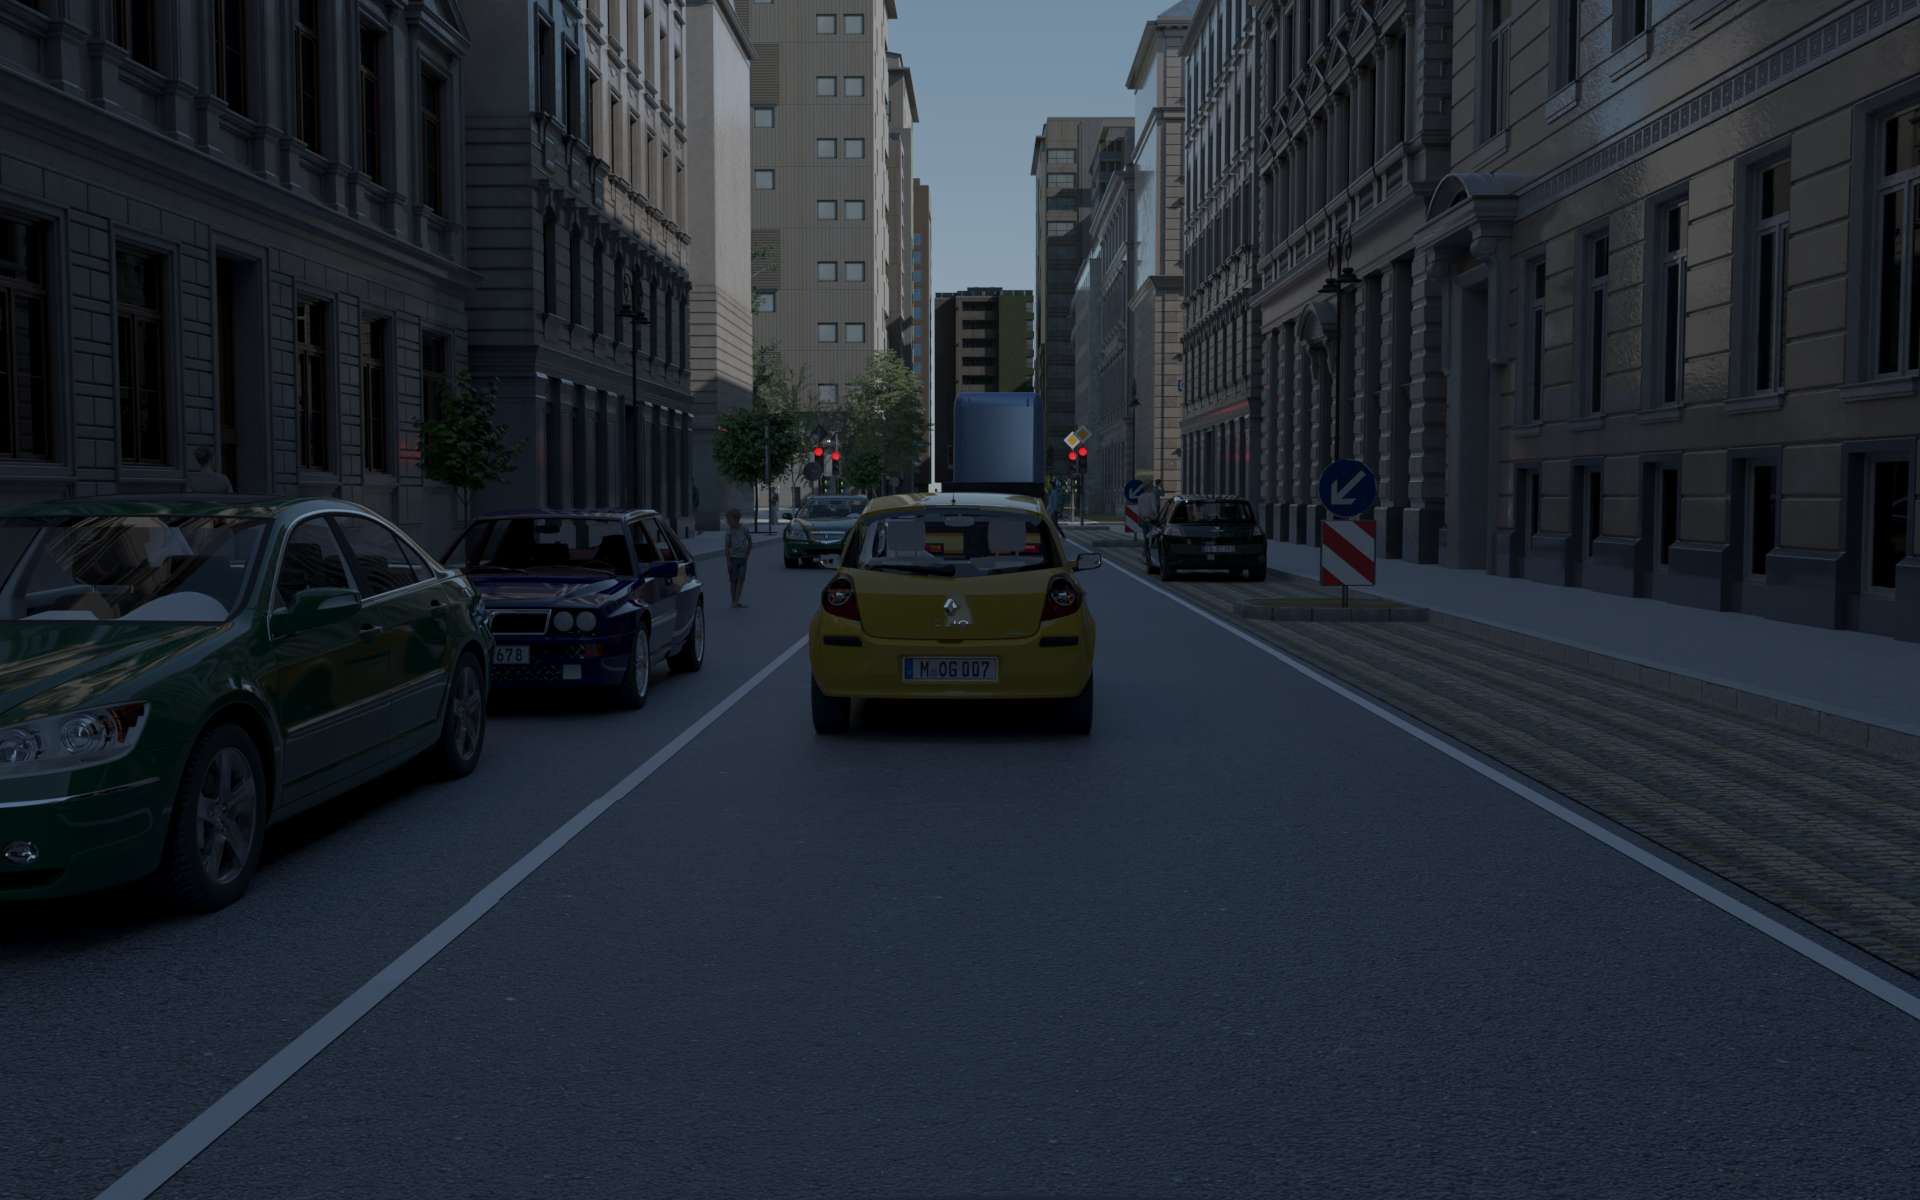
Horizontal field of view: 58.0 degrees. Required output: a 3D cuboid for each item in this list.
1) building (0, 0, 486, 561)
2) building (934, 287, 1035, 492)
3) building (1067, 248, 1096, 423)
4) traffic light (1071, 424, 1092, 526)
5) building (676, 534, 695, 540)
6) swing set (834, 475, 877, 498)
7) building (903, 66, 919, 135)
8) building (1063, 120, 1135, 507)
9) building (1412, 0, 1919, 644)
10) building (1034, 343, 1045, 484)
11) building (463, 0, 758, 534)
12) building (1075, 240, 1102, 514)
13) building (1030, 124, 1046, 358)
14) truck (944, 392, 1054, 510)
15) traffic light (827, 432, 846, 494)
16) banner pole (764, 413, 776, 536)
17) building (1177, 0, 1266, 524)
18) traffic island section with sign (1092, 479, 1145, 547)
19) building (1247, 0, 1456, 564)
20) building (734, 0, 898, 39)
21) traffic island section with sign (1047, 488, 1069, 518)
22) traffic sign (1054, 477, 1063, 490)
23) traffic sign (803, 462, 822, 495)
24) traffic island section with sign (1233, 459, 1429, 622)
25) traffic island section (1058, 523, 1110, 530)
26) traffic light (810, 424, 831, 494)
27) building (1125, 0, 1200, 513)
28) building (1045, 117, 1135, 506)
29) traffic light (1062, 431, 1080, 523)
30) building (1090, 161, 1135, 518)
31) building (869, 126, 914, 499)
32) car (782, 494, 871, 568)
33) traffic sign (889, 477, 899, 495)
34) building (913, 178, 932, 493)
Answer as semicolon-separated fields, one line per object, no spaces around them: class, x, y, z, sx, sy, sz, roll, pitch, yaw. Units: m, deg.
building;-14.286;-11.361;21.917;11.583;22.565;21.152;0;4;1
building;3.359;-28.943;244.923;14.107;30.474;14.160;0;4;1
building;15.895;-18.291;140.855;13.314;21.916;24.055;0;4;1
traffic light;4.909;-4.942;69.720;0.839;4.253;0.868;0;4;1
building;-12.628;-11.772;41.616;9.793;20.994;18.267;0;4;1
swing set;-7.707;-7.975;128.007;2.862;2.851;3.119;3;4;37
building;-19.236;-38.167;213.264;27.495;52.752;28.713;0;4;1
building;25.668;-29.331;171.450;32.217;40.220;23.993;0;4;1
building;14.512;-14.310;19.867;13.634;28.700;20.117;0;4;1
building;23.313;-22.511;213.100;27.650;21.520;28.899;0;4;1
building;-17.165;-13.152;64.178;18.267;20.994;9.793;0;4;1
building;13.649;-16.241;120.295;10.420;20.320;16.860;0;4;1
building;24.251;-40.448;250.570;27.495;52.752;28.713;0;4;1
truck;0.744;-3.081;40.128;2.967;4.110;18.799;0;4;3
traffic light;-5.539;-5.438;77.837;0.839;4.253;0.868;0;4;1
banner pole;-5.966;-3.902;53.806;0.401;3.779;0.863;-1;4;-20
building;13.256;-12.846;59.184;9.793;20.994;18.267;0;4;1
traffic island section with sign;4.623;-2.359;47.189;1.989;1.847;2.006;0;4;1
building;13.278;-12.915;40.038;11.050;23.489;19.941;0;4;1
building;-20.845;-35.322;166.747;28.713;52.752;27.495;0;4;1
traffic island section with sign;5.404;-5.736;102.414;1.989;1.847;2.006;0;4;1
traffic sign;7.494;-8.063;131.943;0.768;2.556;0.104;0;4;4
traffic sign;-5.802;-4.166;68.214;0.768;2.556;0.104;0;4;3
traffic island section with sign;4.256;-0.710;20.237;1.989;1.847;2.006;0;4;1
traffic island section;4.948;-2.908;69.833;2.009;0.180;2.903;0;4;1
traffic light;-5.652;-4.950;69.853;0.839;4.253;0.868;0;4;1
building;21.009;-17.529;83.855;25.104;27.353;12.463;0;4;1
building;16.339;-31.033;190.984;14.154;41.232;14.086;0;4;1
traffic light;5.021;-5.430;77.704;0.839;4.253;0.868;0;4;1
building;13.970;-16.207;101.138;11.583;22.565;21.152;0;4;1
building;-12.370;-30.856;188.086;14.154;41.232;14.086;0;4;1
car;-2.482;-1.430;35.178;2.131;1.459;4.920;0;4;1
traffic sign;-4.926;-7.932;129.798;0.768;2.556;0.104;0;4;3
building;-11.237;-36.332;244.132;14.200;45.320;14.600;0;4;1
